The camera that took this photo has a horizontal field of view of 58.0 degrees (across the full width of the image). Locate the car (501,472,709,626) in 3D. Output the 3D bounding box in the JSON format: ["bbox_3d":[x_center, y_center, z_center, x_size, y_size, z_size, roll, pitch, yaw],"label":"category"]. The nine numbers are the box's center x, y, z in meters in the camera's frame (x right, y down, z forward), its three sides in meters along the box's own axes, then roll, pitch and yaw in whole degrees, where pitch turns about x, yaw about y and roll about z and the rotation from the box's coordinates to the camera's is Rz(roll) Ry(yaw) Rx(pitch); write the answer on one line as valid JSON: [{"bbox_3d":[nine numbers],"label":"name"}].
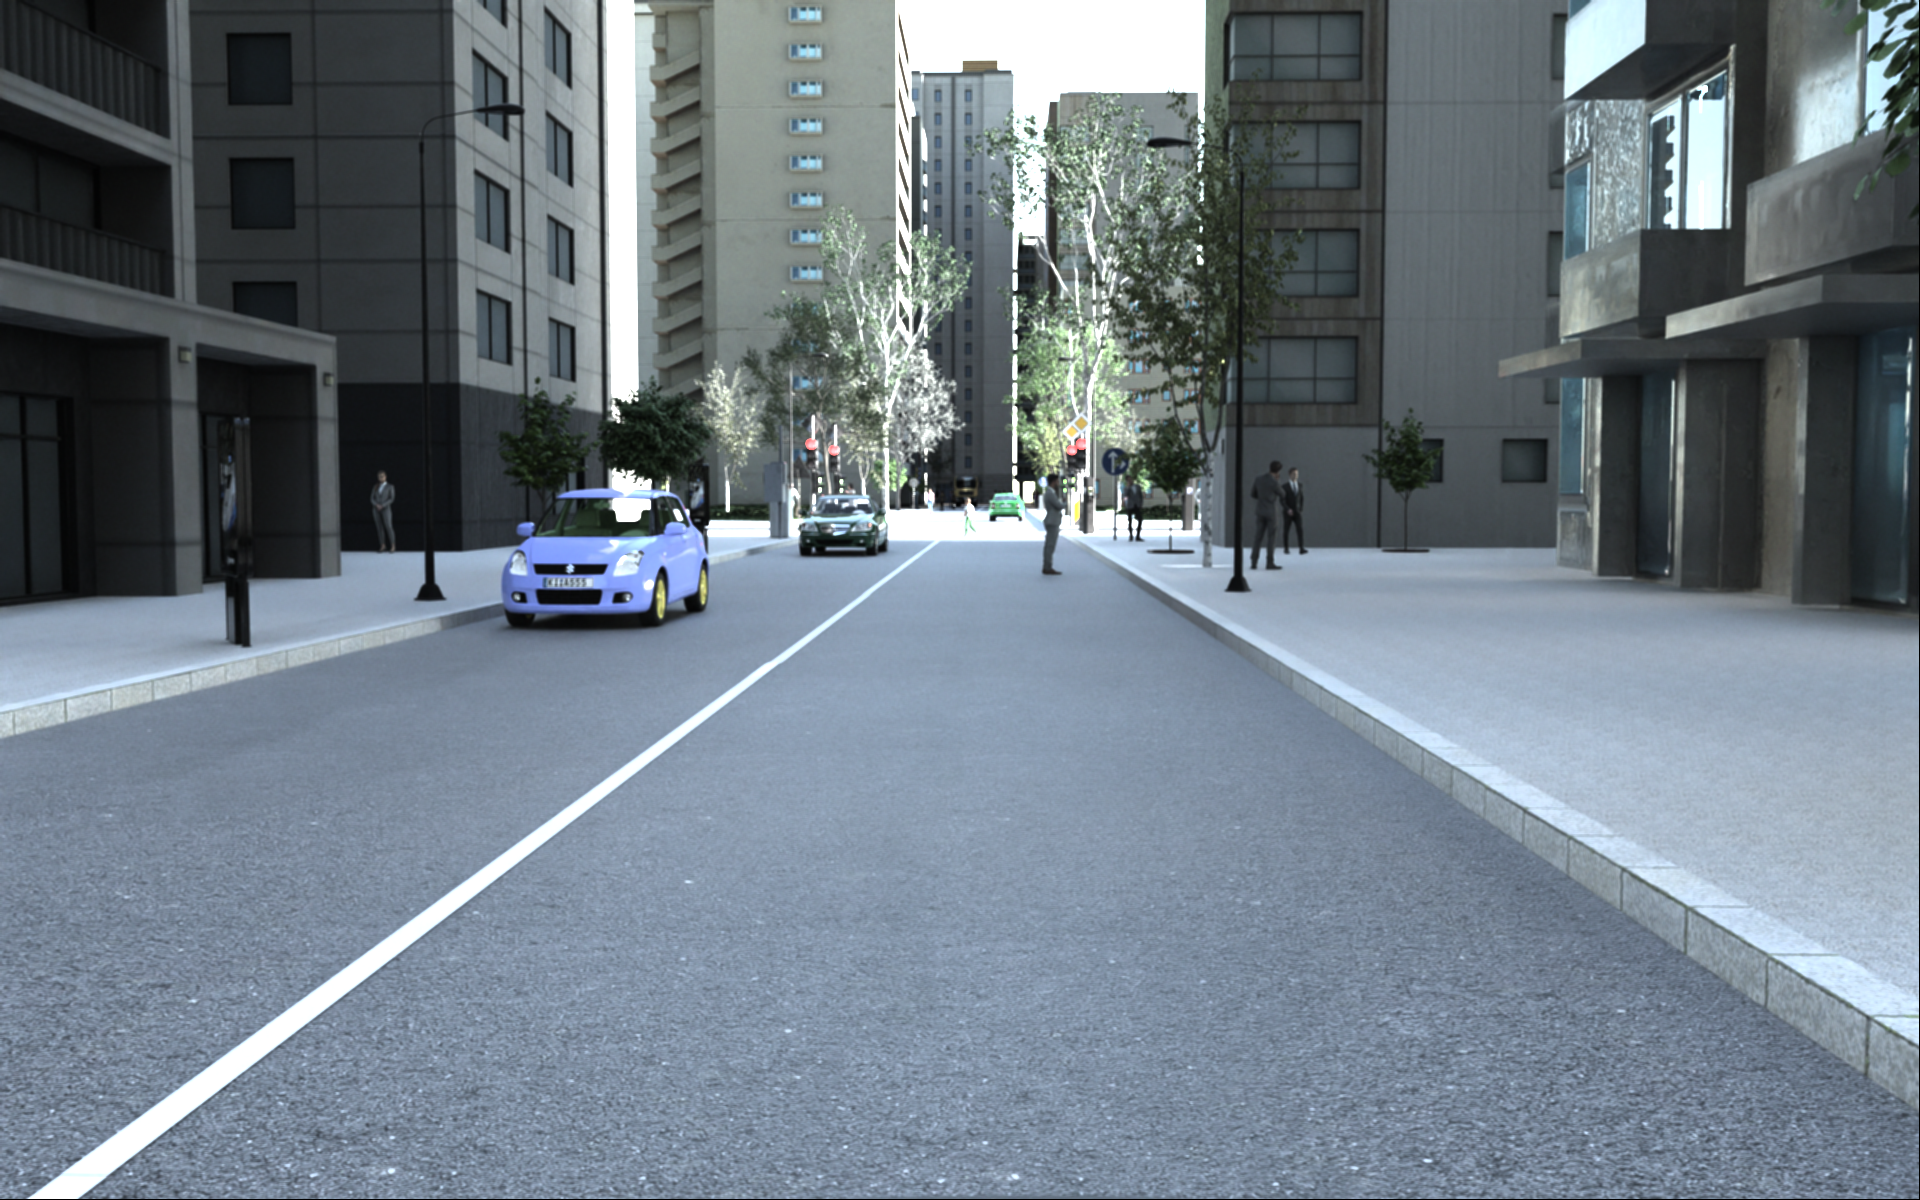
[{"bbox_3d":[-4.012,-0.631,19.901,1.945,1.707,3.694,0,4,3],"label":"car"}]

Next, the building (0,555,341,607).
[{"bbox_3d":[-20.002,-35.623,20.688,20.563,71.187,20.611,0,4,1],"label":"building"}]

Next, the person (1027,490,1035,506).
[{"bbox_3d":[7.714,-10.796,183.246,1.217,1.739,0.721,-1,4,-22],"label":"person"}]

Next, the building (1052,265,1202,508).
[{"bbox_3d":[22.724,-19.166,158.411,27.650,21.520,28.899,0,4,1],"label":"building"}]

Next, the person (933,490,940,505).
[{"bbox_3d":[-2.753,-12.323,207.537,1.348,1.822,0.705,1,4,12],"label":"person"}]

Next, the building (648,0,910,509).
[{"bbox_3d":[-15.578,-32.406,153.536,21.300,48.544,21.600,0,4,1],"label":"building"}]

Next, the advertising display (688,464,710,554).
[{"bbox_3d":[-5.652,-1.976,37.524,0.123,1.923,0.974,-2,4,-29],"label":"advertising display"}]

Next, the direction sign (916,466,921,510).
[{"bbox_3d":[-3.438,-9.172,141.961,0.379,3.537,0.876,-2,4,-27],"label":"direction sign"}]

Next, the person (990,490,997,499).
[{"bbox_3d":[3.335,-9.345,161.298,1.348,1.824,0.705,2,4,25],"label":"person"}]

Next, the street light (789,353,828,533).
[{"bbox_3d":[-5.058,-5.184,57.295,1.470,5.913,1.316,0,4,1],"label":"street light"}]

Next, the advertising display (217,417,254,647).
[{"bbox_3d":[-6.209,-0.589,14.844,0.123,1.923,0.974,-2,4,-31],"label":"advertising display"}]

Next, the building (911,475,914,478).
[{"bbox_3d":[-16.725,-34.246,179.534,23.786,49.044,30.456,0,4,1],"label":"building"}]

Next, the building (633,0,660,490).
[{"bbox_3d":[-39.888,-40.607,205.919,28.212,58.520,21.231,0,4,1],"label":"building"}]

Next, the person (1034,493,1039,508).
[{"bbox_3d":[7.153,-9.458,163.897,0.599,1.433,0.991,3,4,38],"label":"person"}]

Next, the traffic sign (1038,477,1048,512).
[{"bbox_3d":[6.107,-7.730,126.484,0.768,2.556,0.104,0,4,3],"label":"traffic sign"}]

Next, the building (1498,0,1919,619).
[{"bbox_3d":[19.788,-24.257,16.218,23.786,49.044,30.456,0,4,1],"label":"building"}]

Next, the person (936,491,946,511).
[{"bbox_3d":[-1.595,-8.408,146.688,0.721,1.735,1.217,3,5,44],"label":"person"}]

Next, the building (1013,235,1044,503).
[{"bbox_3d":[19.529,-33.696,242.810,23.993,40.220,32.217,0,4,1],"label":"building"}]

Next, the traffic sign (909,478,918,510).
[{"bbox_3d":[-3.683,-8.390,137.283,0.768,2.556,0.104,1,4,9],"label":"traffic sign"}]

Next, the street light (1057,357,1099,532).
[{"bbox_3d":[4.003,-5.280,58.876,1.470,5.913,1.316,0,4,1],"label":"street light"}]

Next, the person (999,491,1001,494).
[{"bbox_3d":[4.336,-11.165,191.055,0.705,1.824,1.348,0,4,5],"label":"person"}]

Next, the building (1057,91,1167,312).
[{"bbox_3d":[17.021,-30.332,179.526,14.154,41.232,14.086,0,4,1],"label":"building"}]

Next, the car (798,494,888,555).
[{"bbox_3d":[-2.778,-1.846,41.982,2.131,1.459,4.920,0,4,2],"label":"car"}]

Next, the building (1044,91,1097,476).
[{"bbox_3d":[16.581,-33.237,193.532,14.600,45.320,14.200,0,4,1],"label":"building"}]

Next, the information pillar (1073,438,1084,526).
[{"bbox_3d":[4.752,-4.775,69.421,0.504,3.616,0.183,-2,4,-29],"label":"information pillar"}]

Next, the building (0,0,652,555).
[{"bbox_3d":[-21.014,-37.224,46.867,20.611,71.187,20.563,0,4,1],"label":"building"}]

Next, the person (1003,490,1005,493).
[{"bbox_3d":[4.200,-9.604,165.620,1.348,1.812,0.705,-1,4,-19],"label":"person"}]

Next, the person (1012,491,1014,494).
[{"bbox_3d":[4.780,-8.913,154.907,1.217,1.739,0.721,1,4,22],"label":"person"}]

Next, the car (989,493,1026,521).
[{"bbox_3d":[2.498,-5.095,92.104,1.959,1.807,4.718,0,4,3],"label":"car"}]

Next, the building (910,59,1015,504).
[{"bbox_3d":[-6.667,-42.606,238.606,28.212,58.520,21.231,0,4,1],"label":"building"}]

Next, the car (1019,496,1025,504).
[{"bbox_3d":[3.668,-6.970,125.757,2.131,1.459,4.920,0,4,3],"label":"car"}]

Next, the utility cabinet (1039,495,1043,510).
[{"bbox_3d":[6.560,-7.931,140.825,0.306,1.237,1.020,0,4,-1],"label":"utility cabinet"}]

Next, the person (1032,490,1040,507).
[{"bbox_3d":[7.567,-9.948,169.521,1.217,1.723,0.721,-2,4,-27],"label":"person"}]

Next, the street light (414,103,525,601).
[{"bbox_3d":[-5.874,-2.950,20.771,1.470,5.913,1.316,0,4,1],"label":"street light"}]

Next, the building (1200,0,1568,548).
[{"bbox_3d":[13.506,-22.216,46.828,14.154,41.232,14.086,0,4,1],"label":"building"}]

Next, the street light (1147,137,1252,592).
[{"bbox_3d":[3.130,-3.068,22.695,1.470,5.913,1.316,0,4,1],"label":"street light"}]

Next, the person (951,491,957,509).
[{"bbox_3d":[-0.550,-9.436,163.501,0.721,1.735,1.217,1,4,18],"label":"person"}]

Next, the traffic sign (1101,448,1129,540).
[{"bbox_3d":[4.303,-2.929,47.994,0.768,2.556,0.104,0,4,8],"label":"traffic sign"}]

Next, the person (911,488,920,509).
[{"bbox_3d":[-3.784,-8.813,150.225,0.705,1.814,1.350,2,4,30],"label":"person"}]

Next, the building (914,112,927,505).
[{"bbox_3d":[-14.973,-35.632,206.288,21.600,48.544,21.300,0,4,1],"label":"building"}]

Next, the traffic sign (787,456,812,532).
[{"bbox_3d":[-5.429,-3.571,58.397,0.884,2.594,0.081,1,4,10],"label":"traffic sign"}]

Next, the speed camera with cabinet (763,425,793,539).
[{"bbox_3d":[-5.309,-3.439,50.556,0.660,3.252,2.038,0,4,2],"label":"speed camera with cabinet"}]
